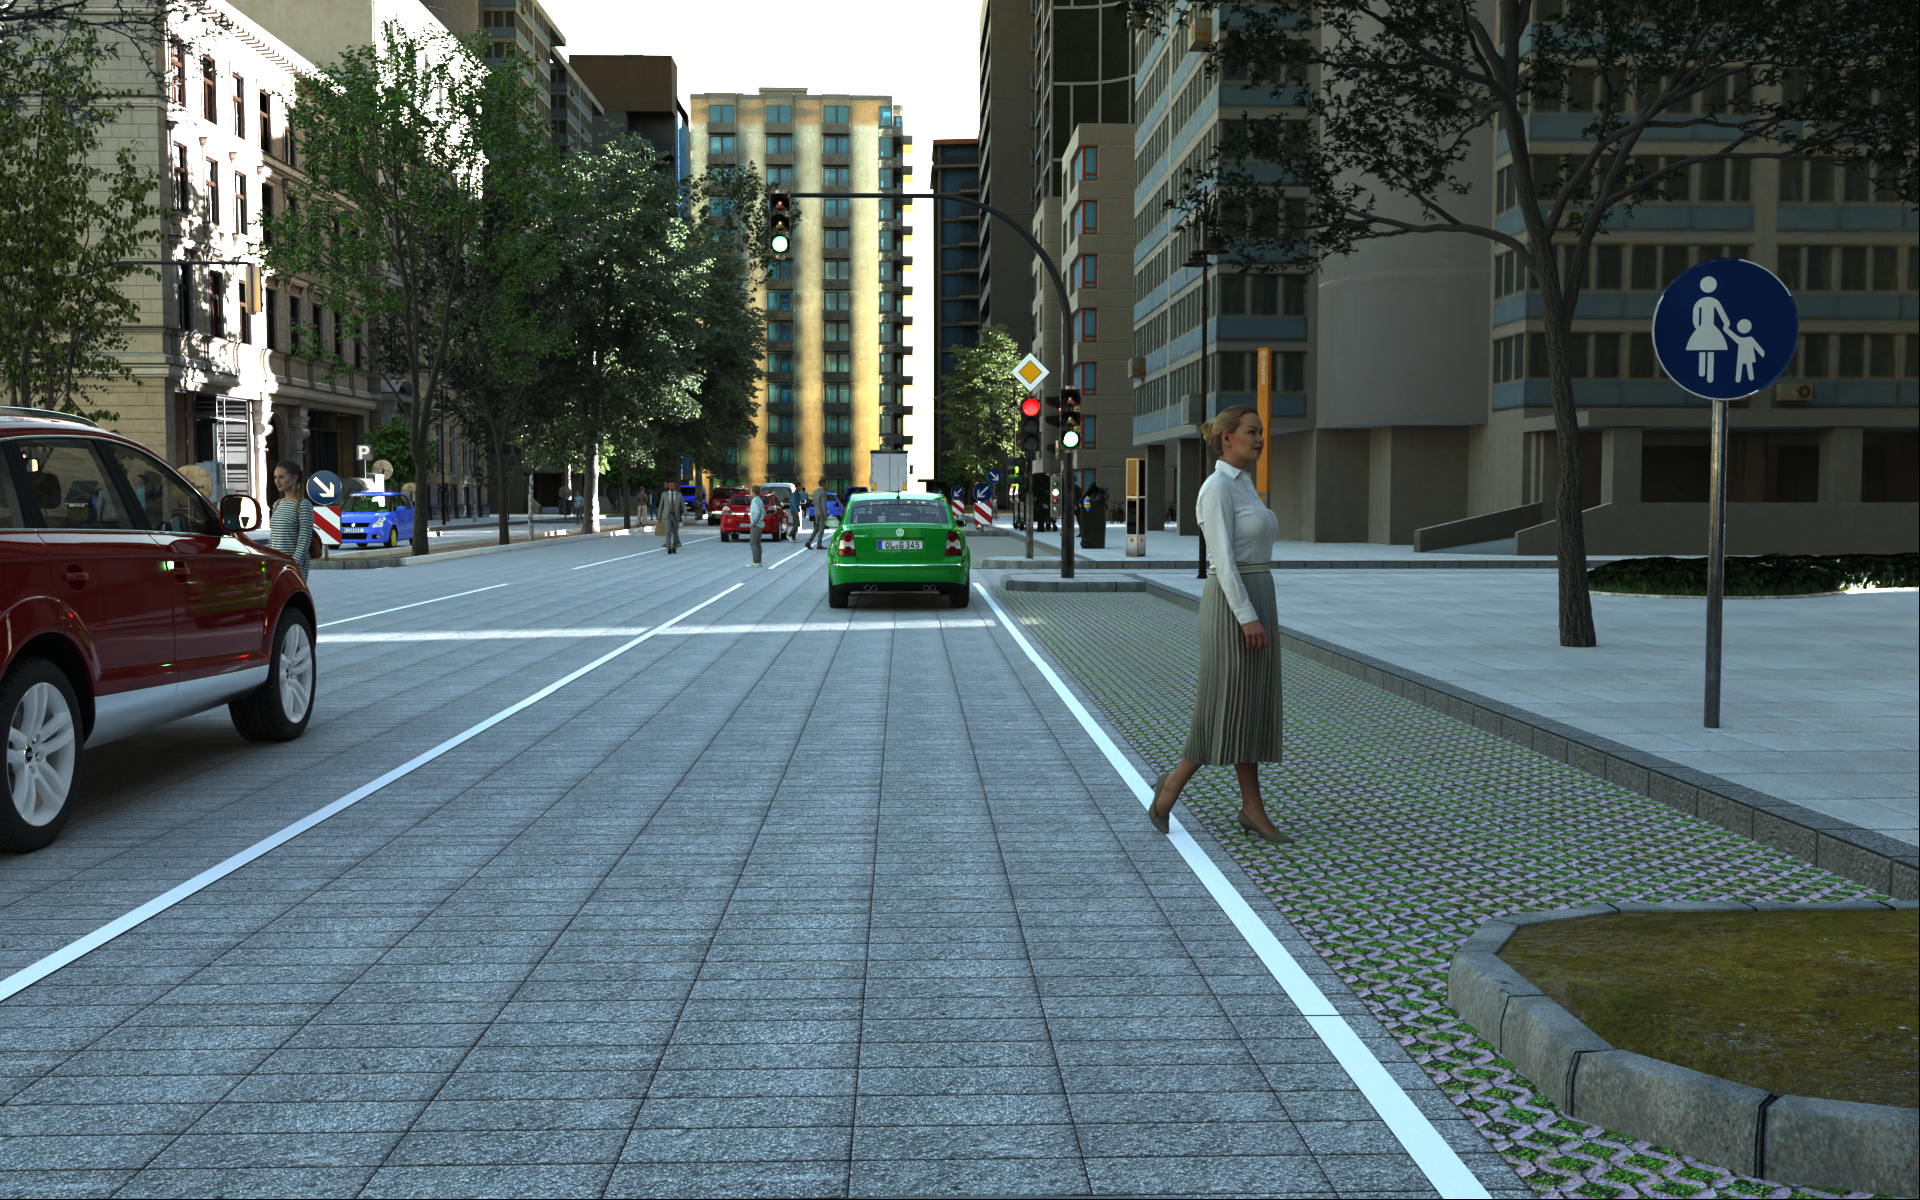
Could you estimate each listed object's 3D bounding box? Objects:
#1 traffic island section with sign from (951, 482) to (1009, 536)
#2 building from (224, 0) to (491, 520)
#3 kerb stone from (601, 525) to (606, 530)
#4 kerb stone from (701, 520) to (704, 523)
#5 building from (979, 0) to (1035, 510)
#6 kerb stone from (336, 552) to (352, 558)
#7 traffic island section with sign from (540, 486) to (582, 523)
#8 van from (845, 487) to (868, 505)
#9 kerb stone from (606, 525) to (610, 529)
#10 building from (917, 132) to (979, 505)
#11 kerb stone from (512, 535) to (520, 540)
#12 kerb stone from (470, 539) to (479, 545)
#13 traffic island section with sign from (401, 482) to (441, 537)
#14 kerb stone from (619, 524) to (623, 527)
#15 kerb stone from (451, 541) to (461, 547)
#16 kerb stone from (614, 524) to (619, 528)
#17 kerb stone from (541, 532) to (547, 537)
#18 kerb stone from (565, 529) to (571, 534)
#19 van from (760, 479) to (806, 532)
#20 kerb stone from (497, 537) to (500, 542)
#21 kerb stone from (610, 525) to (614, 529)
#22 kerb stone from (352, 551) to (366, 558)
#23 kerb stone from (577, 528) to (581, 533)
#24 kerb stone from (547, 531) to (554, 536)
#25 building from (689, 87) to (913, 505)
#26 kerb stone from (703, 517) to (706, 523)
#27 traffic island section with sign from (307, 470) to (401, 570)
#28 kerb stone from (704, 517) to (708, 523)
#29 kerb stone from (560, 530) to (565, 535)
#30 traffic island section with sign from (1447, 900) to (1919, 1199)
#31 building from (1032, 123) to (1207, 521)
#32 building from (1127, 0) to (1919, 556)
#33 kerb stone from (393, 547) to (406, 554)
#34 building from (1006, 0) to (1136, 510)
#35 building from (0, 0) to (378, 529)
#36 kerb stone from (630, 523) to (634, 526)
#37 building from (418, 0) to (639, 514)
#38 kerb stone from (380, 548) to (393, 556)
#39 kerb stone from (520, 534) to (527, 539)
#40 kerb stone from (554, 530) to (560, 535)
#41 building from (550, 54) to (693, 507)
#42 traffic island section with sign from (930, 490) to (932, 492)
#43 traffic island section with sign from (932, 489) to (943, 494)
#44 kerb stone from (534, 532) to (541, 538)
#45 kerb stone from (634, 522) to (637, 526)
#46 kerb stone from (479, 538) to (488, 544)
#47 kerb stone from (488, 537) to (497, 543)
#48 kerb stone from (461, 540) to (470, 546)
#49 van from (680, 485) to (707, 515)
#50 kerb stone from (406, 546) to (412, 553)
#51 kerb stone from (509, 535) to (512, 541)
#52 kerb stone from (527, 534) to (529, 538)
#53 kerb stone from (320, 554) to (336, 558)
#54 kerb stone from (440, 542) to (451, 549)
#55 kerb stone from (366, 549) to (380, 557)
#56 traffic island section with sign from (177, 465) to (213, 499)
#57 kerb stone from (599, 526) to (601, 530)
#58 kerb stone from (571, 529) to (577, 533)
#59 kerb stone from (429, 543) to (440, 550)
[{"bbox_3d":[0.633,-3.088,59.112,1.989,1.847,2.006,0,4,-2],"label":"traffic island section with sign"},{"bbox_3d":[-32.136,-18.342,85.795,13.634,28.700,20.117,0,4,-2],"label":"building"},{"bbox_3d":[-14.342,-2.857,68.924,0.120,0.150,1.000,0,4,-2],"label":"kerb stone"},{"bbox_3d":[-12.730,-3.798,84.339,0.120,0.150,1.000,0,4,-2],"label":"kerb stone"},{"bbox_3d":[12.774,-32.252,151.017,21.300,48.544,21.600,0,4,-2],"label":"building"},{"bbox_3d":[-13.333,-0.911,37.164,0.120,0.150,1.000,0,4,-2],"label":"kerb stone"},{"bbox_3d":[-19.539,-4.703,85.529,1.989,1.847,2.006,0,4,-2],"label":"traffic island section with sign"},{"bbox_3d":[-8.806,-8.856,149.174,2.240,2.365,5.245,0,4,-1],"label":"van"},{"bbox_3d":[-14.373,-2.917,69.946,0.120,0.150,1.000,0,4,-2],"label":"kerb stone"},{"bbox_3d":[9.292,-33.814,207.476,28.867,44.769,22.147,0,4,-2],"label":"building"},{"bbox_3d":[-13.852,-1.918,53.556,0.120,0.150,1.000,0,4,-2],"label":"kerb stone"},{"bbox_3d":[-13.697,-1.602,48.423,0.120,0.150,1.000,0,4,-2],"label":"kerb stone"},{"bbox_3d":[-18.687,-3.056,58.587,1.989,1.847,2.006,0,4,-2],"label":"traffic island section with sign"},{"bbox_3d":[-14.478,-3.108,73.019,0.120,0.150,1.000,0,4,-2],"label":"kerb stone"},{"bbox_3d":[-13.631,-1.479,46.375,0.120,0.150,1.000,0,4,-2],"label":"kerb stone"},{"bbox_3d":[-14.434,-3.044,71.997,0.120,0.150,1.000,0,4,-2],"label":"kerb stone"},{"bbox_3d":[-13.991,-2.170,57.668,0.120,0.150,1.000,0,4,-2],"label":"kerb stone"},{"bbox_3d":[-14.126,-2.416,61.764,0.120,0.150,1.000,0,4,-2],"label":"kerb stone"},{"bbox_3d":[-6.919,-3.615,66.120,2.013,2.044,4.112,0,4,-3],"label":"van"},{"bbox_3d":[-13.796,-1.791,51.512,0.120,0.150,1.000,0,4,-2],"label":"kerb stone"},{"bbox_3d":[-14.415,-2.983,70.972,0.120,0.150,1.000,0,4,-2],"label":"kerb stone"},{"bbox_3d":[-13.371,-0.978,38.185,0.120,0.150,1.000,0,4,-2],"label":"kerb stone"},{"bbox_3d":[-14.182,-2.541,63.810,0.120,0.150,1.000,0,4,-2],"label":"kerb stone"},{"bbox_3d":[-14.023,-2.231,58.694,0.120,0.150,1.000,0,4,-2],"label":"kerb stone"},{"bbox_3d":[-20.845,-35.910,206.738,30.456,49.044,23.786,0,4,-2],"label":"building"},{"bbox_3d":[-12.764,-3.863,85.360,0.120,0.150,1.000,0,4,-2],"label":"kerb stone"},{"bbox_3d":[-12.166,-1.567,33.757,2.006,1.907,1.989,0,4,-2],"label":"traffic island section with sign"},{"bbox_3d":[-12.804,-3.926,86.392,0.120,0.150,1.000,0,4,-2],"label":"kerb stone"},{"bbox_3d":[-14.087,-2.355,60.738,0.120,0.150,1.000,0,4,-2],"label":"kerb stone"},{"bbox_3d":[2.369,0.259,4.395,1.989,1.847,2.006,0,4,-2],"label":"traffic island section with sign"},{"bbox_3d":[18.874,-15.342,95.886,27.650,21.520,28.899,0,4,-2],"label":"building"},{"bbox_3d":[18.028,-21.972,51.121,23.993,40.220,32.217,0,4,-2],"label":"building"},{"bbox_3d":[-13.470,-1.161,41.257,0.120,0.150,1.000,0,4,-2],"label":"kerb stone"},{"bbox_3d":[12.654,-44.841,171.398,20.563,71.187,20.611,0,4,-2],"label":"building"},{"bbox_3d":[-29.652,-12.533,55.818,10.553,20.767,40.483,0,4,-2],"label":"building"},{"bbox_3d":[-14.573,-3.295,76.087,0.120,0.150,1.000,0,4,-2],"label":"kerb stone"},{"bbox_3d":[-43.771,-27.635,143.706,32.217,40.220,23.993,0,4,-2],"label":"building"},{"bbox_3d":[-13.443,-1.103,40.232,0.120,0.150,1.000,0,4,-2],"label":"kerb stone"},{"bbox_3d":[-13.889,-1.981,54.580,0.120,0.150,1.000,0,4,-2],"label":"kerb stone"},{"bbox_3d":[-14.048,-2.295,59.716,0.120,0.150,1.000,0,4,-2],"label":"kerb stone"},{"bbox_3d":[-35.011,-32.072,174.486,14.200,45.320,14.600,0,4,-2],"label":"building"},{"bbox_3d":[-1.823,-7.804,136.229,1.989,1.847,2.006,0,4,-2],"label":"traffic island section with sign"},{"bbox_3d":[-0.240,-4.779,86.772,1.989,1.847,2.006,0,4,-2],"label":"traffic island section with sign"},{"bbox_3d":[-13.956,-2.106,56.632,0.120,0.150,1.000,0,4,-2],"label":"kerb stone"},{"bbox_3d":[-14.627,-3.421,78.133,0.120,0.150,1.000,0,4,-2],"label":"kerb stone"},{"bbox_3d":[-13.726,-1.667,49.453,0.120,0.150,1.000,0,4,-2],"label":"kerb stone"},{"bbox_3d":[-13.755,-1.728,50.481,0.120,0.150,1.000,0,4,-2],"label":"kerb stone"},{"bbox_3d":[-13.657,-1.541,47.397,0.120,0.150,1.000,0,4,-2],"label":"kerb stone"},{"bbox_3d":[-18.200,-6.868,116.669,2.240,2.365,5.245,0,4,-4],"label":"van"},{"bbox_3d":[-13.497,-1.221,42.283,0.120,0.150,1.000,0,4,-2],"label":"kerb stone"},{"bbox_3d":[-13.830,-1.854,52.534,0.120,0.150,1.000,0,4,-2],"label":"kerb stone"},{"bbox_3d":[-13.923,-2.041,55.602,0.120,0.150,1.000,0,4,-2],"label":"kerb stone"},{"bbox_3d":[-13.307,-0.853,36.142,0.120,0.150,1.000,0,4,-2],"label":"kerb stone"},{"bbox_3d":[-13.598,-1.416,45.353,0.120,0.150,1.000,0,4,-2],"label":"kerb stone"},{"bbox_3d":[-13.406,-1.041,39.211,0.120,0.150,1.000,0,4,-2],"label":"kerb stone"},{"bbox_3d":[-11.940,-1.114,26.354,2.006,1.907,1.989,0,4,-2],"label":"traffic island section with sign"},{"bbox_3d":[-14.314,-2.788,67.899,0.120,0.150,1.000,0,4,-2],"label":"kerb stone"},{"bbox_3d":[-14.147,-2.483,62.788,0.120,0.150,1.000,0,4,-2],"label":"kerb stone"},{"bbox_3d":[-13.563,-1.354,44.331,0.120,0.150,1.000,0,4,-2],"label":"kerb stone"}]
